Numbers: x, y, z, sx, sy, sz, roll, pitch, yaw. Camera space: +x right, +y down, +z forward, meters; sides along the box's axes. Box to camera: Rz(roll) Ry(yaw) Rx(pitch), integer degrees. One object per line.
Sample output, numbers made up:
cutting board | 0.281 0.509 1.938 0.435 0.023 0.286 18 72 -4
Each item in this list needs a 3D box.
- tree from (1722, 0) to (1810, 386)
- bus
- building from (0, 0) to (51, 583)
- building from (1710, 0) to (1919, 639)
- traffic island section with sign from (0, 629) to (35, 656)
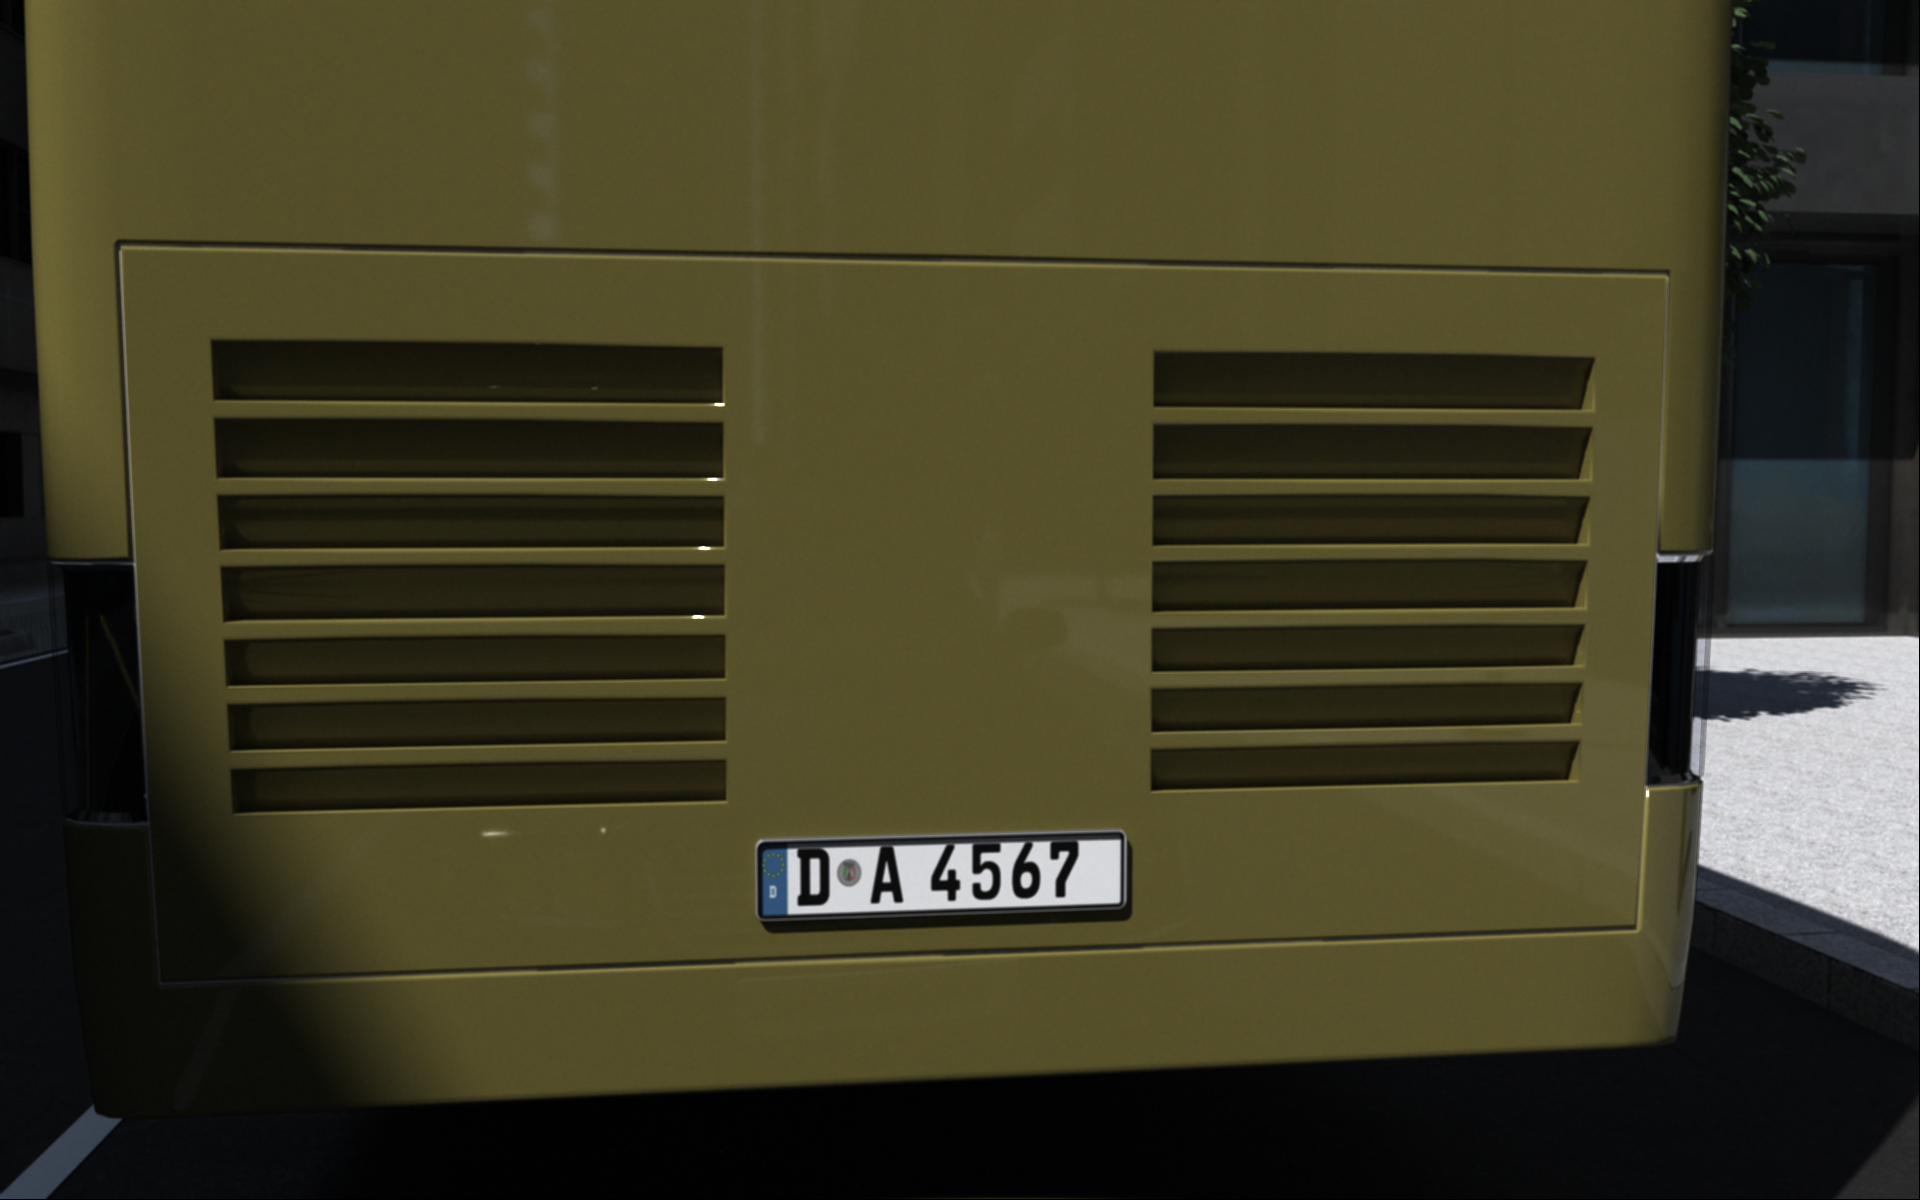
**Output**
tree | 3.100 -1.598 9.845 4.285 4.588 4.351 0 3 0
bus | -0.880 -1.038 8.524 2.896 3.916 12.252 0 4 -8
building | -17.720 -11.882 13.342 14.314 24.678 30.058 0 4 -8
building | 11.429 -24.949 27.530 23.786 49.044 30.456 0 4 -8
traffic island section with sign | -9.457 -0.410 15.334 1.989 1.847 2.006 0 4 -8
